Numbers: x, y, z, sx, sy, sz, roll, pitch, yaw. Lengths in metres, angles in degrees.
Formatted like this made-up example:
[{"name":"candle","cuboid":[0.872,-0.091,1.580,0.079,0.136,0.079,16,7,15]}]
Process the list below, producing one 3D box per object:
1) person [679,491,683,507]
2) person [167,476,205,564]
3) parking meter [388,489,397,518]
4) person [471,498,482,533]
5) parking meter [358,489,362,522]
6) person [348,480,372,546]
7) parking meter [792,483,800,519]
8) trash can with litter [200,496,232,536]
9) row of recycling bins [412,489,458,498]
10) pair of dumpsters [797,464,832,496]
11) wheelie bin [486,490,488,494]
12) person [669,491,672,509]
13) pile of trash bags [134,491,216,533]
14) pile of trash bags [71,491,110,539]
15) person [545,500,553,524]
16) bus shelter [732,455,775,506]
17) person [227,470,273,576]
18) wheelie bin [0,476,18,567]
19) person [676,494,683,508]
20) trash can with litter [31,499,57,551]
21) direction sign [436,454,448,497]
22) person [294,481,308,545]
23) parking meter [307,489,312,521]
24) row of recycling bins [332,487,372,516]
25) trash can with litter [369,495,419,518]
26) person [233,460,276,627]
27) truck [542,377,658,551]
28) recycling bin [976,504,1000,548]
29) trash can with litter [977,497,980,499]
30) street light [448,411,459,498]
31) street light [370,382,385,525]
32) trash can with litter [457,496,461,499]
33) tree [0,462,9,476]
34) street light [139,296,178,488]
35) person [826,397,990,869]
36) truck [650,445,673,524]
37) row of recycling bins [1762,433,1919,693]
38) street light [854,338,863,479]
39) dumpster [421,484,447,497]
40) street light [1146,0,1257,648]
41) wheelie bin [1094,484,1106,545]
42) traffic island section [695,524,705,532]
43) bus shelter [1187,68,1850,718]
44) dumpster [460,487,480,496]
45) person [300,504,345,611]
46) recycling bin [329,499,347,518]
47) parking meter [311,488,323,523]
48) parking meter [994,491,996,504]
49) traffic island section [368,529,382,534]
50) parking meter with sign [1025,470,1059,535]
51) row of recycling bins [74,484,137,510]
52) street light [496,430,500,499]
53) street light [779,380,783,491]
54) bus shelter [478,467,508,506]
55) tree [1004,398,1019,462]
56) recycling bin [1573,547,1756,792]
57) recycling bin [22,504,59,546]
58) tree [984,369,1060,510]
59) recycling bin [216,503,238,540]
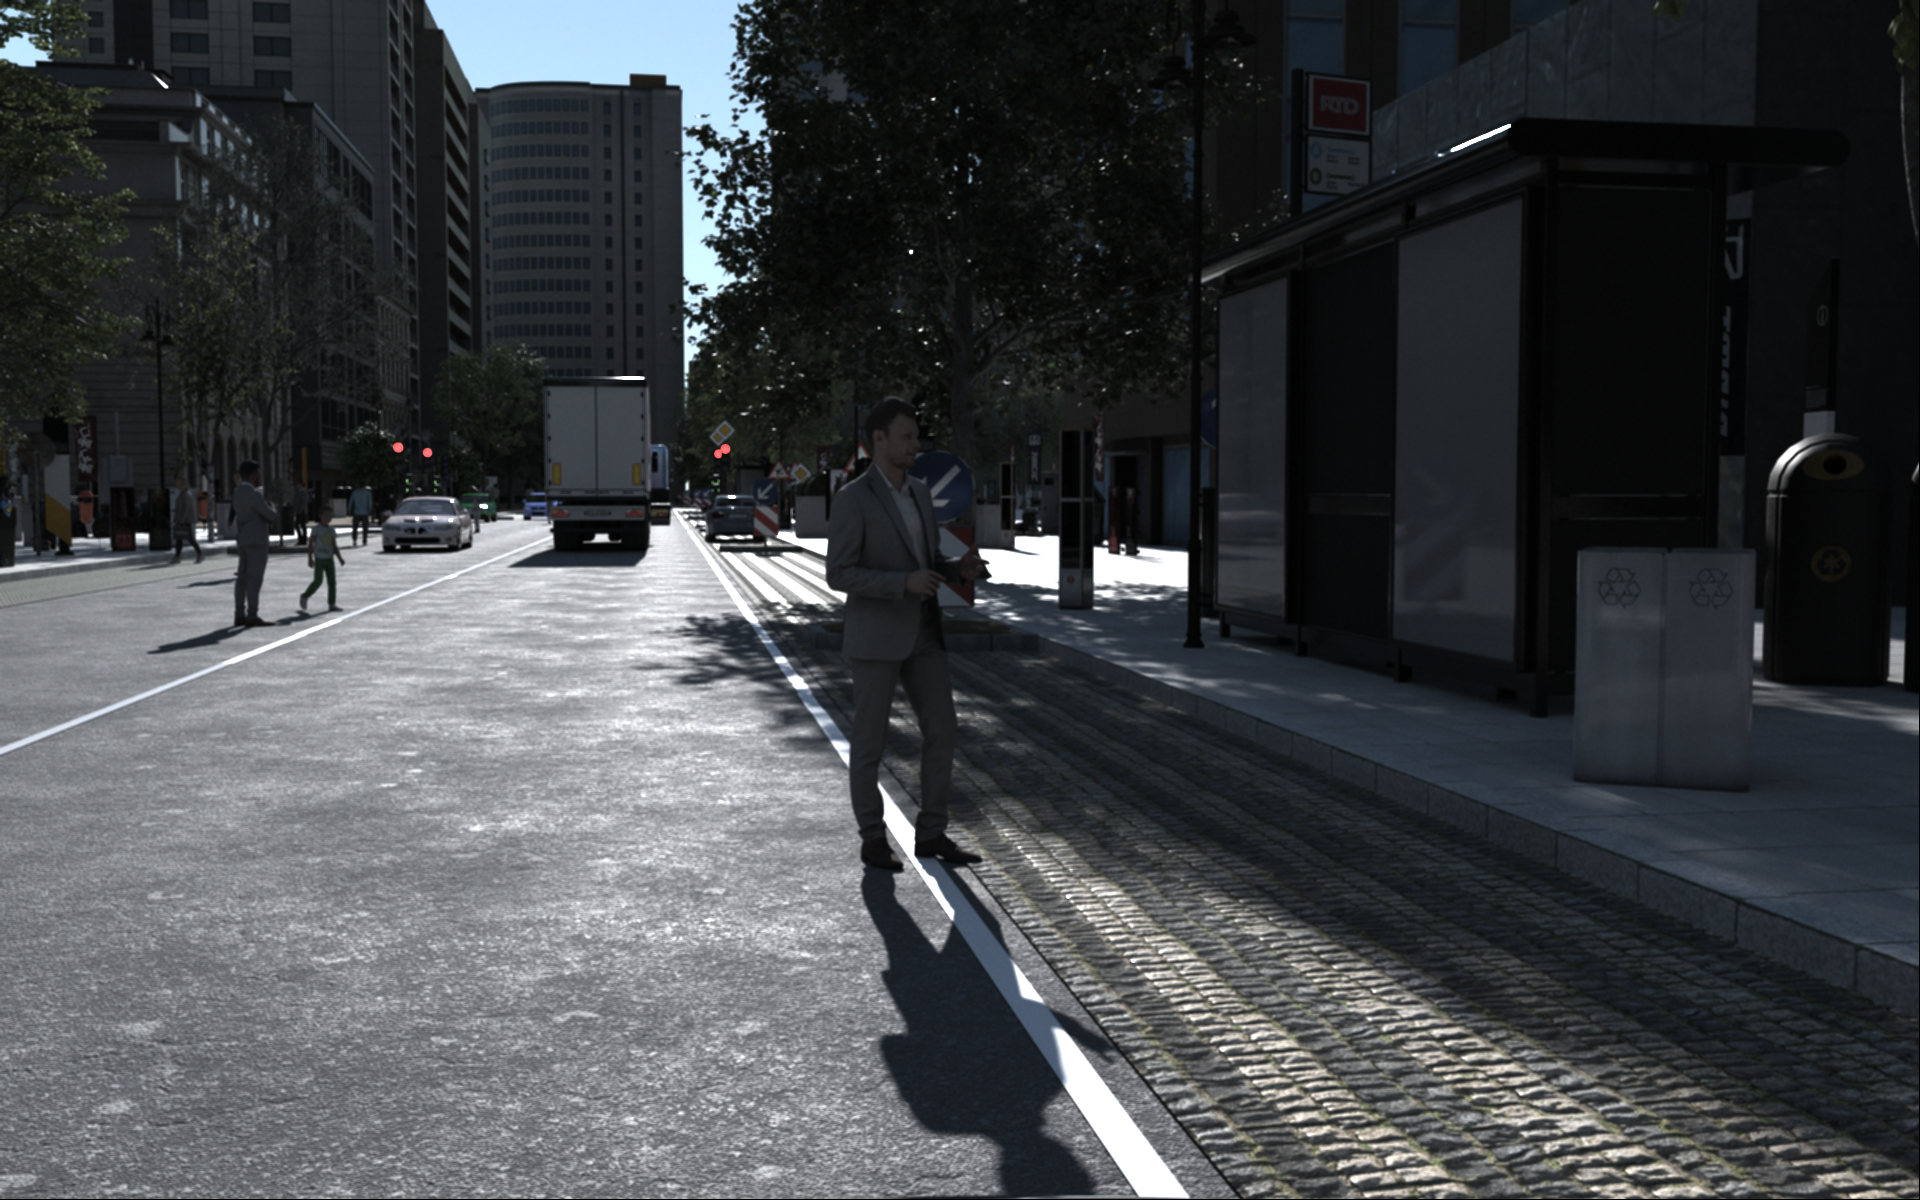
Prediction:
[{"name":"person","cuboid":[-28.713,-10.339,178.093,0.434,1.755,0.990,0,4,5]},{"name":"person","cuboid":[-15.869,-1.640,35.496,0.728,1.800,0.709,-2,4,-32]},{"name":"parking meter","cuboid":[-25.664,-4.274,78.287,0.372,1.533,0.369,0,3,0]},{"name":"person","cuboid":[-17.970,-3.155,64.360,0.425,1.301,0.394,0,4,-2]},{"name":"parking meter","cuboid":[-30.147,-4.810,87.055,0.372,1.533,0.369,0,3,0]},{"name":"person","cuboid":[-16.584,-2.406,47.855,0.660,1.820,0.620,-1,4,-12]},{"name":"parking meter","cuboid":[-8.312,-5.021,87.803,0.255,1.863,0.399,2,4,26]},{"name":"trash can with litter","cuboid":[-22.186,-2.587,53.353,2.233,1.210,1.678,-1,4,-22]},{"name":"row of recycling bins","cuboid":[-38.936,-7.447,128.864,3.534,1.692,1.069,-2,4,-27]},{"name":"pair of dumpsters","cuboid":[-4.606,-3.454,58.971,1.574,2.255,4.437,-1,4,-10]},{"name":"wheelie bin","cuboid":[-34.767,-7.362,128.281,0.980,1.594,0.693,0,4,7]},{"name":"person","cuboid":[-28.579,-9.861,170.518,0.721,1.735,1.217,-1,4,-22]},{"name":"pile of trash bags","cuboid":[-26.847,-2.968,58.274,3.447,1.369,1.912,-3,5,-39]},{"name":"pile of trash bags","cuboid":[-25.697,-2.533,51.161,1.912,1.369,3.447,-2,4,-24]},{"name":"person","cuboid":[-19.502,-4.510,82.573,0.599,1.781,0.374,3,5,39]},{"name":"bus shelter","cuboid":[-10.769,-5.964,91.438,2.014,3.302,5.546,-1,4,-10]},{"name":"person","cuboid":[-12.325,-1.317,29.812,0.659,1.850,0.755,1,4,19]},{"name":"wheelie bin","cuboid":[-17.057,-1.379,30.450,0.980,1.594,0.693,0,4,2]},{"name":"person","cuboid":[-28.534,-10.058,176.139,0.628,1.438,0.799,2,4,30]},{"name":"trash can with litter","cuboid":[-20.767,-1.712,39.375,0.624,1.170,1.055,-1,4,-23]},{"name":"direction sign","cuboid":[-29.569,-6.537,98.885,0.379,3.537,0.876,2,4,29]},{"name":"person","cuboid":[-18.399,-2.423,48.295,0.473,1.802,0.592,0,4,-5]},{"name":"parking meter","cuboid":[-30.639,-4.488,81.795,0.372,1.533,0.369,0,3,0]},{"name":"row of recycling bins","cuboid":[-35.859,-5.819,102.255,3.534,1.692,1.069,3,4,37]},{"name":"trash can with litter","cuboid":[-30.697,-5.027,93.244,2.233,1.210,1.678,1,4,8]},{"name":"person","cuboid":[-7.657,-0.623,18.871,0.511,1.800,0.466,2,4,29]},{"name":"truck","cuboid":[-9.689,-3.565,47.202,2.839,4.237,11.283,-1,4,-10]},{"name":"recycling bin","cuboid":[0.690,-1.798,41.944,0.722,1.027,0.722,-2,4,-34]},{"name":"trash can with litter","cuboid":[0.648,-6.256,113.337,2.233,1.210,1.678,0,4,6]},{"name":"street light","cuboid":[-28.320,-7.597,96.991,0.468,5.910,1.993,-1,4,-10]},{"name":"street light","cuboid":[-23.959,-6.028,71.347,0.468,5.910,1.993,-1,4,-10]},{"name":"trash can with litter","cuboid":[-32.502,-6.216,113.024,0.624,1.170,1.055,-1,4,-21]},{"name":"tree","cuboid":[-31.233,-3.695,55.020,1.663,3.219,1.824,0,3,0]},{"name":"street light","cuboid":[-18.709,-4.144,40.549,0.468,5.910,1.993,-1,4,-10]},{"name":"person","cuboid":[-0.188,0.126,6.632,0.583,1.804,0.606,2,4,35]},{"name":"truck","cuboid":[-16.240,-6.095,89.418,2.967,4.110,18.799,-1,4,-10]},{"name":"row of recycling bins","cuboid":[6.763,-0.226,10.805,1.069,1.692,3.534,-2,4,-35]},{"name":"street light","cuboid":[-2.380,-4.094,39.719,0.468,5.910,1.993,-1,4,-10]},{"name":"dumpster","cuboid":[-30.483,-5.783,100.312,1.264,1.857,1.865,-1,4,-10]},{"name":"street light","cuboid":[1.960,-2.541,14.331,0.468,5.910,1.993,-1,4,-10]},{"name":"wheelie bin","cuboid":[3.324,-2.193,43.771,0.693,1.594,0.980,1,4,9]},{"name":"traffic island section","cuboid":[-10.213,-3.137,73.579,2.009,0.180,2.903,-1,4,-10]},{"name":"bus shelter","cuboid":[3.360,-2.231,14.107,2.179,5.291,8.768,-1,4,-10]},{"name":"dumpster","cuboid":[-34.672,-7.135,122.410,1.264,1.857,1.865,-1,4,-10]},{"name":"person","cuboid":[-7.843,-0.521,21.271,0.590,1.304,0.306,1,4,19]},{"name":"recycling bin","cuboid":[-33.766,-4.980,93.977,0.722,1.027,0.722,-3,5,-39]},{"name":"parking meter","cuboid":[-28.881,-4.256,78.003,0.372,1.533,0.369,0,3,0]},{"name":"parking meter","cuboid":[2.330,-6.075,107.744,0.372,1.533,0.369,0,3,0]},{"name":"traffic island section","cuboid":[-20.584,-2.534,63.710,2.009,0.180,2.903,-1,4,-10]},{"name":"parking meter with sign","cuboid":[2.925,-3.580,54.789,1.738,3.016,0.543,1,4,16]},{"name":"row of recycling bins","cuboid":[-35.250,-3.932,71.403,1.069,1.692,3.534,0,4,7]},{"name":"street light","cuboid":[-32.645,-9.146,122.328,0.468,5.910,1.993,-1,4,-10]},{"name":"street light","cuboid":[-6.718,-5.643,65.053,0.468,5.910,1.993,-1,4,-10]},{"name":"bus shelter","cuboid":[-36.004,-8.517,133.175,2.014,3.302,5.546,-1,4,-10]},{"name":"tree","cuboid":[4.850,-10.535,122.607,4.737,8.622,4.395,0,3,0]},{"name":"recycling bin","cuboid":[3.202,0.287,7.869,0.722,1.027,0.722,2,4,24]},{"name":"recycling bin","cuboid":[-22.824,-1.873,43.175,0.722,1.027,0.722,0,4,2]},{"name":"tree","cuboid":[3.823,-8.980,97.182,4.360,8.622,3.978,0,3,0]},{"name":"recycling bin","cuboid":[-20.679,-2.246,49.273,0.722,1.027,0.722,-3,4,-38]}]
